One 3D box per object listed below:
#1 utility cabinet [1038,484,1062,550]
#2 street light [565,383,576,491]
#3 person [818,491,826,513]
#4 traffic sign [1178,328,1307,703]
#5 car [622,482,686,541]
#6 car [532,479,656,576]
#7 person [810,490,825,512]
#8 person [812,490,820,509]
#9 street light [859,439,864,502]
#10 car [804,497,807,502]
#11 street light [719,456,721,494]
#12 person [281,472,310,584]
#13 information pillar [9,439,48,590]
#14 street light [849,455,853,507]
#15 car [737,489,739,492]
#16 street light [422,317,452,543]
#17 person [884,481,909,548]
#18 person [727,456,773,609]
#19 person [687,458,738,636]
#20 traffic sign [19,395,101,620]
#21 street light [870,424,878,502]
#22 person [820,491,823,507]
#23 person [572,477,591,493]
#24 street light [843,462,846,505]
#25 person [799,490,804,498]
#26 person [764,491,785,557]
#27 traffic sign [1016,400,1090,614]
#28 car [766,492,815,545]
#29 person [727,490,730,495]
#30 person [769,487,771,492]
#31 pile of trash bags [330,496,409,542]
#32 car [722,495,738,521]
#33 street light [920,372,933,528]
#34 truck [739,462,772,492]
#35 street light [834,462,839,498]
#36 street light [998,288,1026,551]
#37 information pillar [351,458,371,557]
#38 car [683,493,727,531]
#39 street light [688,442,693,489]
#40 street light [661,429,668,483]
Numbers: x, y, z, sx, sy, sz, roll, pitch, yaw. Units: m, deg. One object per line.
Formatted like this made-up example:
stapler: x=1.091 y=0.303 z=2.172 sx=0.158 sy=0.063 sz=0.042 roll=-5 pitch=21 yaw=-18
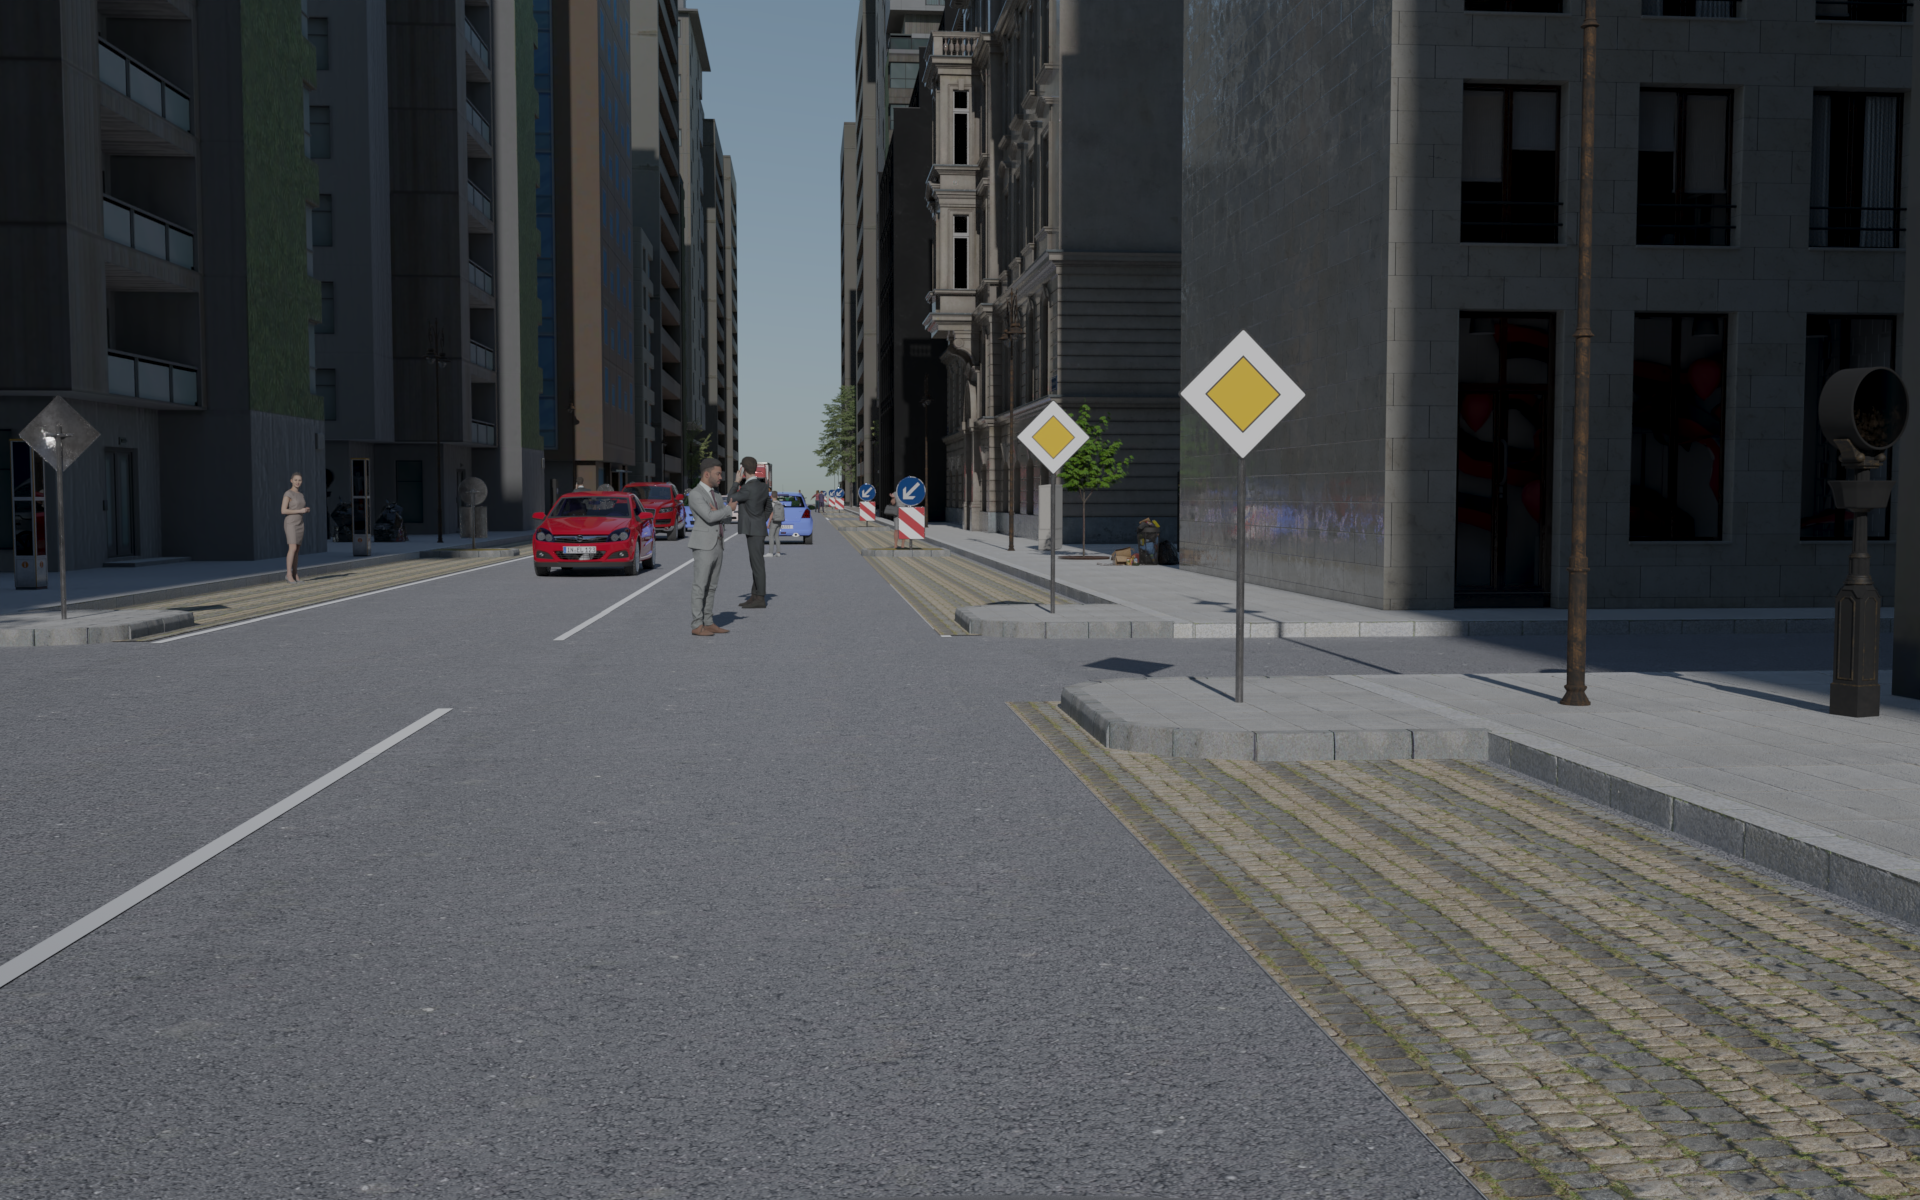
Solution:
utility cabinet: x=2.072 y=-1.904 z=39.812 sx=0.318 sy=1.500 sz=1.173 roll=1 pitch=4 yaw=16
street light: x=-16.202 y=-6.103 z=72.579 sx=0.468 sy=5.910 sz=1.993 roll=0 pitch=4 yaw=-5
person: x=-10.527 y=-7.494 z=131.941 sx=0.541 sy=1.710 sz=0.530 roll=3 pitch=5 yaw=44
traffic sign: x=1.717 y=-0.426 z=10.601 sx=0.795 sy=2.450 sz=0.064 roll=0 pitch=4 yaw=-5
car: x=-9.782 y=-2.801 z=54.477 sx=2.281 sy=1.827 sz=5.304 roll=0 pitch=4 yaw=-5
car: x=-6.633 y=-1.382 z=31.643 sx=2.155 sy=1.783 sz=4.494 roll=0 pitch=4 yaw=-4
person: x=-11.198 y=-7.768 z=136.230 sx=1.217 sy=1.743 sz=0.721 roll=1 pitch=4 yaw=14
person: x=-13.342 y=-9.436 z=162.872 sx=1.348 sy=1.812 sz=0.705 roll=-2 pitch=4 yaw=-35
street light: x=-8.129 y=-10.359 z=142.151 sx=0.468 sy=5.910 sz=1.993 roll=0 pitch=4 yaw=-5
car: x=-18.922 y=-11.778 z=202.360 sx=2.009 sy=1.686 sz=4.222 roll=0 pitch=4 yaw=-4
street light: x=-28.274 y=-14.148 z=204.105 sx=0.468 sy=5.910 sz=1.993 roll=0 pitch=4 yaw=-5
person: x=-10.636 y=-1.157 z=27.757 sx=0.374 sy=1.781 sz=0.599 roll=1 pitch=4 yaw=12
information pillar: x=-12.496 y=-1.147 z=23.252 sx=0.304 sy=2.012 sz=0.304 roll=0 pitch=3 yaw=0
street light: x=-10.638 y=-12.015 z=169.238 sx=0.468 sy=5.910 sz=1.993 roll=0 pitch=4 yaw=-5
car: x=-17.513 y=-8.116 z=141.376 sx=2.281 sy=1.827 sz=5.304 roll=0 pitch=4 yaw=-5
street light: x=-13.702 y=-4.446 z=45.479 sx=0.468 sy=5.910 sz=1.993 roll=0 pitch=4 yaw=-5
person: x=-1.566 y=-2.137 z=43.801 sx=0.716 sy=1.782 sz=0.532 roll=0 pitch=4 yaw=-1
person: x=-2.648 y=-0.850 z=21.766 sx=0.474 sy=1.900 sz=0.648 roll=1 pitch=4 yaw=10
person: x=-2.503 y=-0.546 z=17.605 sx=0.466 sy=1.800 sz=0.511 roll=0 pitch=4 yaw=7
traffic sign: x=-9.161 y=-0.857 z=17.654 sx=0.795 sy=2.450 sz=0.064 roll=0 pitch=4 yaw=-5
street light: x=-5.732 y=-8.694 z=114.927 sx=0.468 sy=5.910 sz=1.993 roll=0 pitch=4 yaw=-5
person: x=-15.642 y=-11.415 z=195.162 sx=0.705 sy=1.821 sz=1.348 roll=-1 pitch=4 yaw=-9
person: x=-10.335 y=-2.418 z=47.403 sx=0.474 sy=1.900 sz=0.648 roll=3 pitch=5 yaw=43
street light: x=-13.206 y=-13.748 z=197.569 sx=0.468 sy=5.910 sz=1.993 roll=0 pitch=4 yaw=-5
person: x=-14.477 y=-9.036 z=156.255 sx=1.348 sy=1.821 sz=0.705 roll=3 pitch=5 yaw=43
person: x=-4.237 y=-1.737 z=39.501 sx=0.523 sy=1.515 sz=0.503 roll=0 pitch=4 yaw=0
traffic sign: x=0.993 y=-0.912 z=18.553 sx=0.795 sy=2.450 sz=0.064 roll=0 pitch=4 yaw=-5
car: x=-5.156 y=-2.488 z=50.276 sx=1.945 sy=1.707 sz=3.694 roll=0 pitch=4 yaw=-7
person: x=-21.095 y=-9.216 z=159.166 sx=1.348 sy=1.826 sz=0.705 roll=-1 pitch=4 yaw=-11
person: x=-10.657 y=-5.395 z=96.665 sx=1.348 sy=1.831 sz=0.705 roll=2 pitch=4 yaw=34
pile of trash bags: x=-16.614 y=-2.266 z=46.801 sx=3.447 sy=1.369 sz=1.912 roll=0 pitch=4 yaw=1
car: x=-11.338 y=-4.418 z=84.591 sx=2.083 sy=1.381 sz=4.827 roll=0 pitch=4 yaw=-5
street light: x=-1.281 y=-5.698 z=65.949 sx=0.468 sy=5.910 sz=1.993 roll=0 pitch=4 yaw=-5
truck: x=-18.258 y=-10.144 z=154.768 sx=2.839 sy=4.237 sz=11.283 roll=0 pitch=4 yaw=-3
street light: x=-18.250 y=-17.092 z=252.235 sx=0.468 sy=5.910 sz=1.993 roll=0 pitch=4 yaw=-5
street light: x=1.159 y=-4.047 z=38.951 sx=0.468 sy=5.910 sz=1.993 roll=0 pitch=4 yaw=-5
information pillar: x=-12.297 y=-1.900 z=35.563 sx=0.304 sy=2.012 sz=0.304 roll=0 pitch=4 yaw=-5
car: x=-9.949 y=-3.492 z=66.690 sx=1.945 sy=1.707 sz=3.694 roll=0 pitch=4 yaw=-6
street light: x=-23.095 y=-10.766 z=148.806 sx=0.468 sy=5.910 sz=1.993 roll=0 pitch=4 yaw=-5
street light: x=-20.627 y=-9.058 z=120.878 sx=0.468 sy=5.910 sz=1.993 roll=0 pitch=4 yaw=-5
